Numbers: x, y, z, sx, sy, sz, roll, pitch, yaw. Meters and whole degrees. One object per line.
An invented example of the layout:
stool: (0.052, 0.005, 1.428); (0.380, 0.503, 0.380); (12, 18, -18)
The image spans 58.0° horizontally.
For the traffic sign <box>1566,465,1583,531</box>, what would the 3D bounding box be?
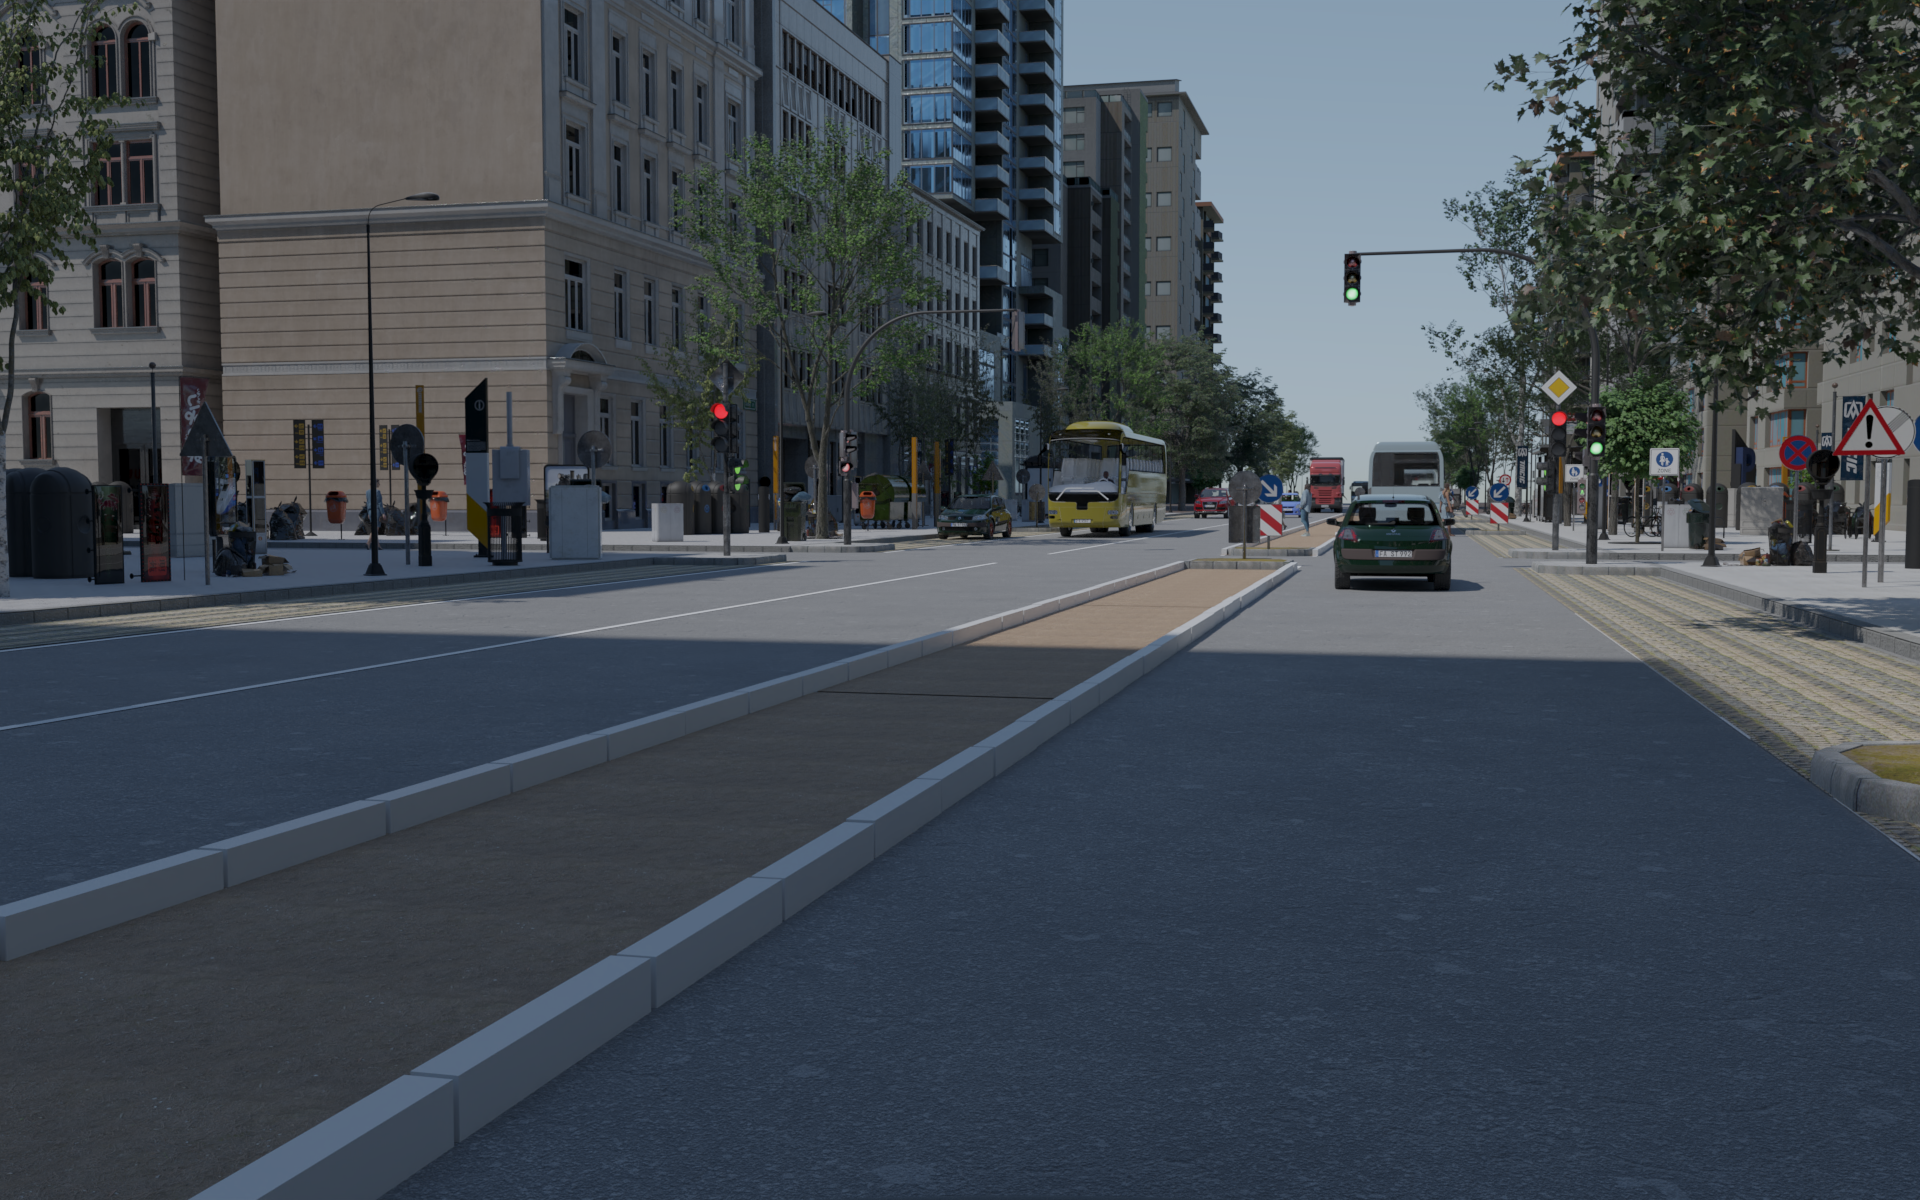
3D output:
traffic sign: (21.315, -3.547, 60.121); (0.606, 2.300, 0.079); (1, 4, 19)

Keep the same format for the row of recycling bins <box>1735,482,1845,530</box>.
row of recycling bins: (28.884, -3.255, 60.329); (3.534, 1.692, 1.069); (3, 5, 40)

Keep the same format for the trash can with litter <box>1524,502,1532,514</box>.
trash can with litter: (36.342, -6.037, 110.094); (1.055, 1.170, 0.624); (2, 4, 34)

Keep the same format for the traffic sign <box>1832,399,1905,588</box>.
traffic sign: (12.417, -1.450, 23.709); (0.884, 2.594, 0.081); (1, 4, 21)

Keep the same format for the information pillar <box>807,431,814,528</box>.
information pillar: (-5.539, -4.486, 64.695); (0.183, 3.616, 0.504); (1, 4, 22)

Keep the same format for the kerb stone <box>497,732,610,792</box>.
kerb stone: (-2.063, 0.822, 8.750); (0.120, 0.150, 1.000); (1, 4, 14)

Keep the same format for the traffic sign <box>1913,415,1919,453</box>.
traffic sign: (14.333, -1.546, 25.386); (0.768, 2.556, 0.104); (1, 4, 21)

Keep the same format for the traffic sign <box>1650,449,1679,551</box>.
traffic sign: (15.774, -2.245, 38.829); (0.606, 2.300, 0.079); (1, 4, 23)

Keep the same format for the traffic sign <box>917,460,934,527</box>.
traffic sign: (-1.434, -4.080, 66.712); (0.884, 2.594, 0.081); (1, 4, 20)

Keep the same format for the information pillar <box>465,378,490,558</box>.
information pillar: (-9.721, -2.666, 34.943); (0.504, 3.616, 0.183); (1, 4, 13)

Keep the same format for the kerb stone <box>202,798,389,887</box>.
kerb stone: (-2.580, 0.944, 6.759); (0.120, 0.150, 1.000); (1, 4, 14)

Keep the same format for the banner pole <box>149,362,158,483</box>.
banner pole: (-15.406, -2.636, 33.122); (0.401, 3.779, 0.863); (-2, 4, -28)

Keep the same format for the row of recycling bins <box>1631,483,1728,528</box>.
row of recycling bins: (27.660, -3.639, 66.614); (3.534, 1.692, 1.069); (2, 4, 35)

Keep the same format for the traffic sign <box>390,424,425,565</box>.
traffic sign: (-10.034, -1.915, 31.408); (0.768, 2.556, 0.104); (1, 4, 22)

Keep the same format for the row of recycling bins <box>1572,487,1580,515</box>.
row of recycling bins: (38.199, -6.027, 105.660); (3.534, 1.692, 1.069); (1, 4, 11)

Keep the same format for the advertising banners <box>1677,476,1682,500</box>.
advertising banners: (30.620, -4.728, 73.483); (0.090, 3.025, 2.074); (1, 4, 12)

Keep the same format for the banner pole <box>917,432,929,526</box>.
banner pole: (-1.586, -4.900, 70.124); (0.401, 3.779, 0.863); (-3, 4, -36)

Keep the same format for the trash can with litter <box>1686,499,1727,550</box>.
trash can with litter: (17.268, -1.748, 39.961); (0.624, 1.170, 1.055); (-1, 4, -17)

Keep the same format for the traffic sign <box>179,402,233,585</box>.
traffic sign: (-10.622, -1.491, 24.384); (0.884, 2.594, 0.081); (1, 4, 16)

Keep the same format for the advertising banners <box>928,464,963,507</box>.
advertising banners: (-0.841, -6.240, 98.218); (2.074, 3.025, 0.090); (1, 4, 13)

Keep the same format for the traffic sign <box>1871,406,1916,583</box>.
traffic sign: (13.349, -1.525, 25.038); (0.768, 2.556, 0.104); (1, 4, 18)

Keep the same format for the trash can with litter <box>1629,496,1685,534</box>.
trash can with litter: (22.408, -2.704, 55.276); (2.233, 1.210, 1.678); (0, 4, 1)

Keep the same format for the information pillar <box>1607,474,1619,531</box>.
information pillar: (22.522, -3.378, 59.722); (0.304, 2.012, 0.304); (2, 4, 27)

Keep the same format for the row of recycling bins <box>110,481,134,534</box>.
row of recycling bins: (-28.548, -3.033, 56.709); (3.534, 1.692, 1.069); (1, 4, 20)

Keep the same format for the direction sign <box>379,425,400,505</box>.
direction sign: (-18.656, -3.958, 56.708); (0.876, 3.537, 0.379); (2, 4, 28)

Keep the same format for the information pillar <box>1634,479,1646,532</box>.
information pillar: (22.872, -3.289, 58.269); (0.304, 2.012, 0.304); (2, 4, 32)

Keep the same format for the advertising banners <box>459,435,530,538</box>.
advertising banners: (-13.570, -3.319, 50.458); (2.074, 3.025, 0.090); (0, 4, 4)

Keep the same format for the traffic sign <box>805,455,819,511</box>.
traffic sign: (-4.776, -3.477, 56.952); (0.768, 2.556, 0.104); (1, 4, 21)

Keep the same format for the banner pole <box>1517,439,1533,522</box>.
banner pole: (25.763, -5.434, 78.864); (0.863, 3.779, 0.401); (1, 4, 14)

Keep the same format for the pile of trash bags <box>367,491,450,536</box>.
pile of trash bags: (-17.149, -2.691, 53.752); (3.447, 1.369, 1.912); (2, 4, 30)

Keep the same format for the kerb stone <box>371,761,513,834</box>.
kerb stone: (-2.318, 0.883, 7.752); (0.120, 0.150, 1.000); (1, 4, 14)

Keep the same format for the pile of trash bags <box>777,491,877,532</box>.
pile of trash bags: (-4.568, -3.031, 59.316); (3.447, 1.369, 1.912); (0, 4, -1)

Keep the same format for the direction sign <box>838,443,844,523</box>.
direction sign: (-5.199, -5.184, 76.756); (0.379, 3.537, 0.876); (1, 4, 21)

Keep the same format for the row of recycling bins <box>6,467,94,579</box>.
row of recycling bins: (-14.701, -1.240, 27.379); (3.534, 1.692, 1.069); (3, 5, 44)

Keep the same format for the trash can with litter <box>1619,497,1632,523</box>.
trash can with litter: (29.917, -4.038, 77.416); (1.055, 1.170, 0.624); (-3, 5, -45)

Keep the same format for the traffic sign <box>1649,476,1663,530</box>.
traffic sign: (24.847, -3.808, 62.263); (0.884, 2.594, 0.081); (1, 4, 22)

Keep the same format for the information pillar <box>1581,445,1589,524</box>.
information pillar: (26.847, -5.076, 74.355); (0.183, 3.616, 0.504); (-1, 4, -21)

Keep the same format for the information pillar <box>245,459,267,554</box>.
information pillar: (-15.013, -1.985, 36.943); (0.304, 2.012, 0.304); (3, 5, 41)

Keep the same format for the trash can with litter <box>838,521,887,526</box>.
trash can with litter: (-3.811, -3.584, 69.657); (2.233, 1.210, 1.678); (0, 4, -5)

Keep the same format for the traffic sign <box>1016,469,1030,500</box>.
traffic sign: (3.165, -5.333, 87.305); (0.768, 2.556, 0.104); (1, 4, 22)

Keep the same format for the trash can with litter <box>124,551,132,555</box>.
trash can with litter: (-18.189, -1.525, 35.990); (1.678, 1.210, 2.233); (2, 4, 27)

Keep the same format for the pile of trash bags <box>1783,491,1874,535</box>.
pile of trash bags: (27.253, -2.772, 55.080); (3.447, 1.369, 1.912); (-1, 4, -14)

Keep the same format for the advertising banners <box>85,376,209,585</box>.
advertising banners: (-11.770, -1.775, 25.209); (0.090, 3.025, 2.074); (2, 4, 28)

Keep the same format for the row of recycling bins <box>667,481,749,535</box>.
row of recycling bins: (-8.074, -2.950, 55.350); (1.069, 1.692, 3.534); (2, 4, 32)

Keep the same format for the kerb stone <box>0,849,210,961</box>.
kerb stone: (-2.836, 1.007, 5.769); (0.120, 0.150, 1.000); (1, 4, 14)

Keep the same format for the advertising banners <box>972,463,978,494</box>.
advertising banners: (0.843, -6.091, 95.771); (0.090, 3.025, 2.074); (0, 4, -7)

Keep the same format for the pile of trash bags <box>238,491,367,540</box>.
pile of trash bags: (-18.857, -2.383, 48.710); (3.447, 1.369, 1.912); (0, 4, 7)

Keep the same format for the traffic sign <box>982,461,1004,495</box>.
traffic sign: (1.261, -4.096, 66.975); (0.884, 2.594, 0.081); (1, 4, 16)

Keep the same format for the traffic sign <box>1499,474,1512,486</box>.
traffic sign: (34.675, -6.732, 110.177); (0.768, 2.556, 0.104); (1, 4, 22)

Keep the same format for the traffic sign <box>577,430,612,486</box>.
traffic sign: (-7.295, -2.104, 34.511); (0.768, 2.556, 0.104); (1, 4, 17)

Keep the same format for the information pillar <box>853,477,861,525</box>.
information pillar: (-4.317, -4.180, 72.838); (0.304, 2.012, 0.304); (-1, 4, -11)

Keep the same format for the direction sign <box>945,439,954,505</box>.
direction sign: (-0.437, -4.848, 71.263); (0.379, 3.537, 0.876); (-1, 4, -22)

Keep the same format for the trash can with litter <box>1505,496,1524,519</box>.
trash can with litter: (28.241, -4.725, 88.642); (0.624, 1.170, 1.055); (0, 4, -2)

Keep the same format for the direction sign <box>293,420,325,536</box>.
direction sign: (-19.850, -3.723, 52.864); (0.876, 3.537, 0.379); (-1, 4, -14)

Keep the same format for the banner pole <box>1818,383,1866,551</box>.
banner pole: (19.862, -2.991, 38.914); (0.863, 3.779, 0.401); (1, 4, 19)

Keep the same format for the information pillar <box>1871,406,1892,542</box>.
information pillar: (24.511, -3.341, 45.988); (0.183, 3.616, 0.504); (-1, 4, -15)

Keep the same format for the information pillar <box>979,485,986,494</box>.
information pillar: (1.326, -6.017, 102.867); (0.304, 2.012, 0.304); (-1, 4, -23)

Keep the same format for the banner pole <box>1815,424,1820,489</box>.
banner pole: (30.871, -4.405, 62.037); (0.401, 3.779, 0.863); (-2, 4, -28)

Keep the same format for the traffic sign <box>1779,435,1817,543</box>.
traffic sign: (18.095, -2.285, 37.472); (0.768, 2.556, 0.104); (1, 4, 15)

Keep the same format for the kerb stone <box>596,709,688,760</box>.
kerb stone: (-1.803, 0.762, 9.739); (0.120, 0.150, 1.000); (1, 4, 14)
